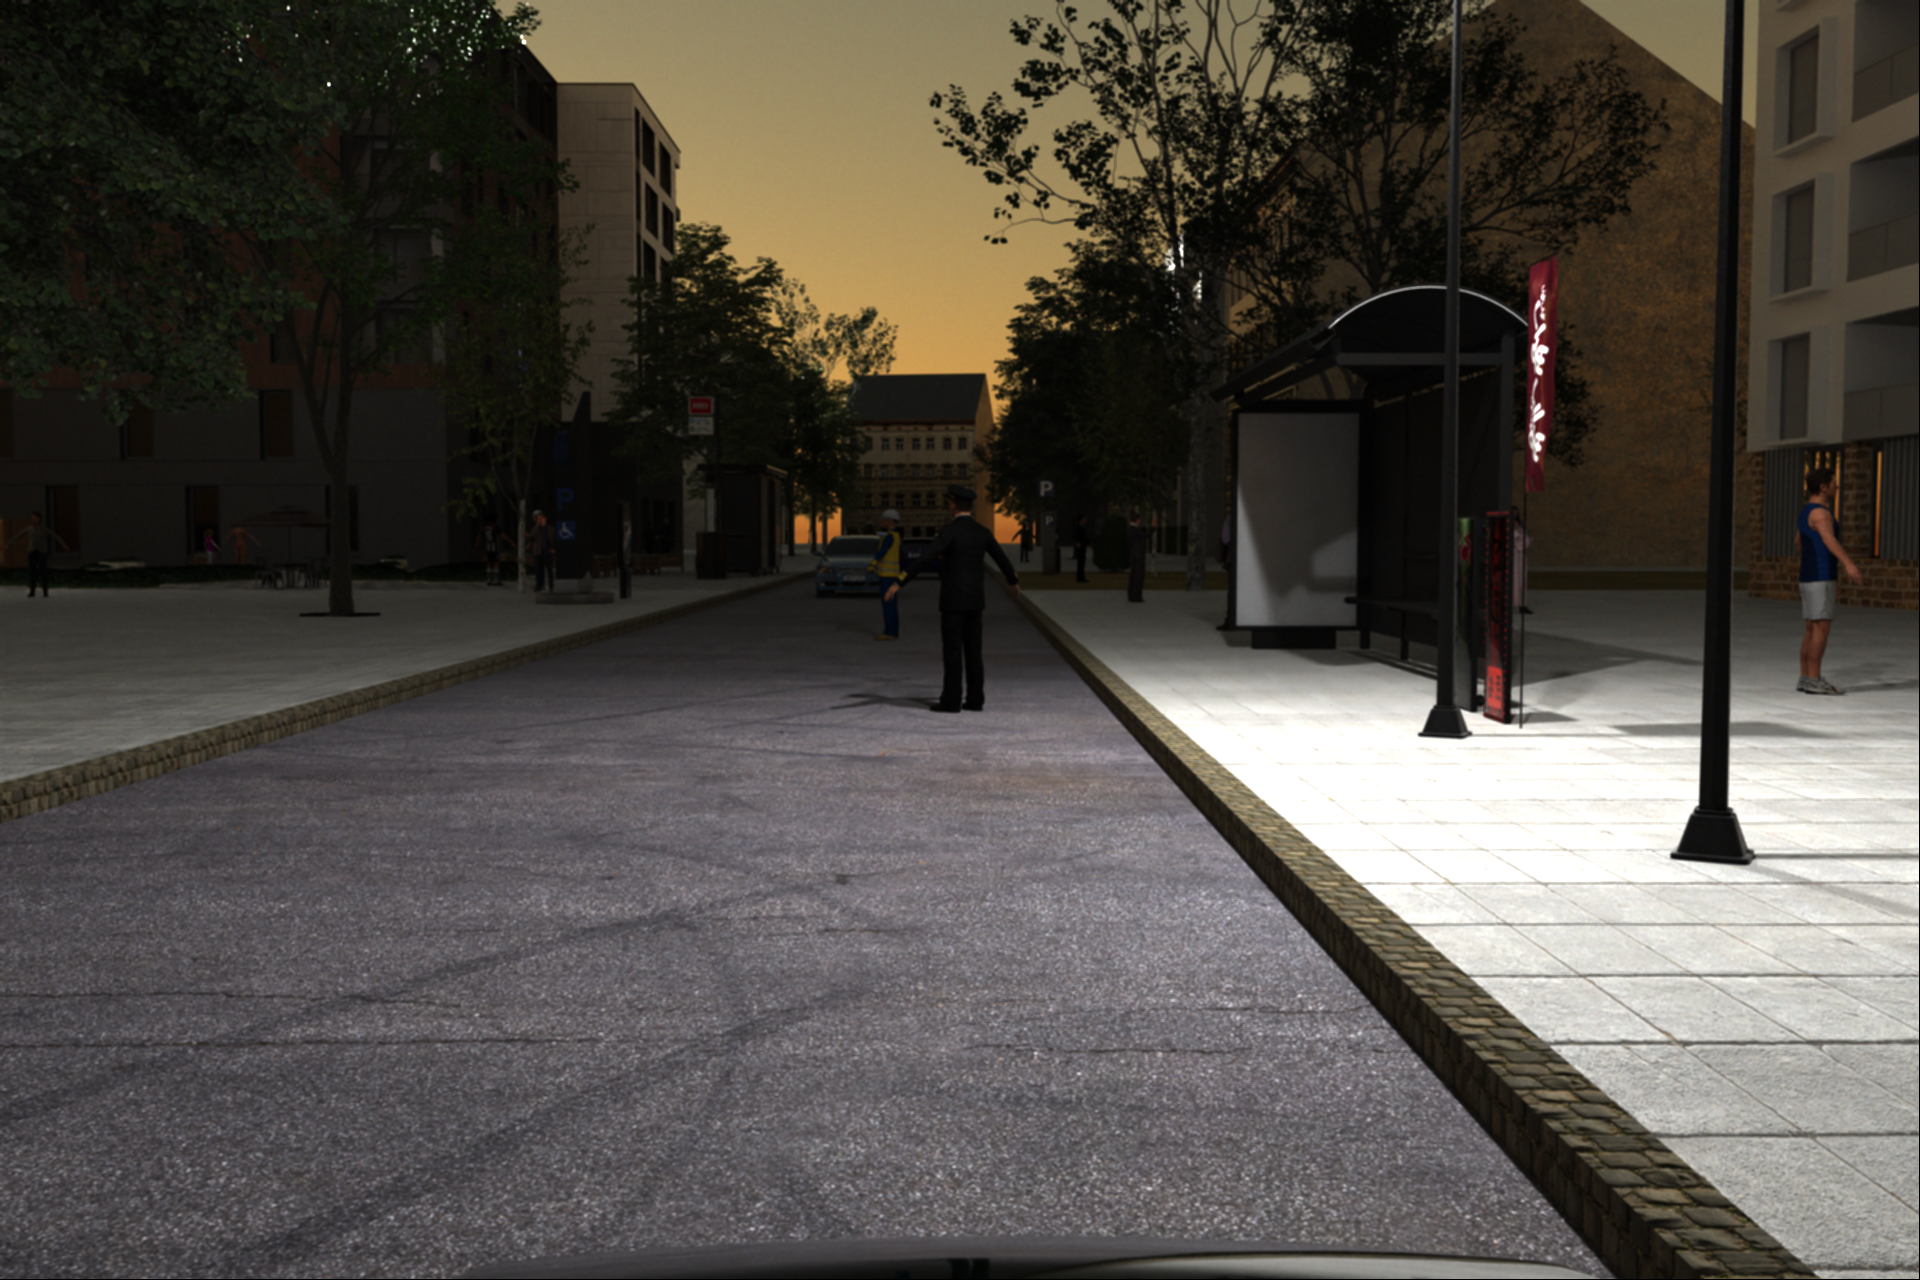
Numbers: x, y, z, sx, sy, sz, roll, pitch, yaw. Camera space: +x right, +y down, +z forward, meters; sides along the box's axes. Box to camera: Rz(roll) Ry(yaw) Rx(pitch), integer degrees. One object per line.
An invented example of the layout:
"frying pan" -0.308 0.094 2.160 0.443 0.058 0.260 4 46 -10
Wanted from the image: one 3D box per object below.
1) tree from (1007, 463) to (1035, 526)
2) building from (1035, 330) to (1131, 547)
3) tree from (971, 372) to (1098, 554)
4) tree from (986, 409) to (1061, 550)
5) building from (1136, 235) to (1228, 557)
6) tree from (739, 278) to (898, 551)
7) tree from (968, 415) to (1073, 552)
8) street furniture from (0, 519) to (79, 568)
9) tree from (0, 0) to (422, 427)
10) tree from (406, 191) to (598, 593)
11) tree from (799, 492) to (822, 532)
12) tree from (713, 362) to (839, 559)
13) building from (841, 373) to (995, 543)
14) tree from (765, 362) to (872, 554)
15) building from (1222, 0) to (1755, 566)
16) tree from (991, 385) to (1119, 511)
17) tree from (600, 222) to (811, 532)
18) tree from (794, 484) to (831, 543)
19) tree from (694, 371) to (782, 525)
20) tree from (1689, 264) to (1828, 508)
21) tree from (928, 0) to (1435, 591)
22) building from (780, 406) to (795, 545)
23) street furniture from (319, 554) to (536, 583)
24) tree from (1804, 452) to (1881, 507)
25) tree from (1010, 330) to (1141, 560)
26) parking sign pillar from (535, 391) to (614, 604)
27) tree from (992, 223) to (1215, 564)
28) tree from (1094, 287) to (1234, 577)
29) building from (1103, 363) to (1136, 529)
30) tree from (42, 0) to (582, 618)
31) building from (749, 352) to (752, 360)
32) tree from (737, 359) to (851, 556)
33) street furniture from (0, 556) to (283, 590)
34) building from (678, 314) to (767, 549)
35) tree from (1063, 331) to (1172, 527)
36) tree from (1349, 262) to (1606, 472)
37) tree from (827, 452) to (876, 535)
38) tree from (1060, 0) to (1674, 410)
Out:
"tree" 11.045 -20.048 234.438 9.857 13.997 8.962 0 3 0
"building" 22.098 -21.169 190.085 27.936 21.610 32.646 0 4 0
"tree" 5.956 -12.429 113.592 12.009 13.543 11.850 0 3 0
"tree" 5.365 -13.402 137.251 7.486 12.596 7.792 0 3 0
"building" 21.334 -14.916 110.334 16.747 18.905 31.486 0 4 -1
"tree" -11.708 -16.785 130.322 12.611 20.169 13.585 0 3 0
"tree" 4.832 -11.708 125.841 7.601 10.594 8.767 2 4 32
"street furniture" -31.503 -2.689 50.814 9.812 1.723 11.010 0 4 -3
"tree" -9.455 -6.588 14.371 9.857 13.997 8.962 0 3 0
"tree" -9.626 -5.327 37.464 4.737 8.622 4.395 0 3 0
"tree" -19.597 -17.122 230.301 4.737 8.622 4.395 0 3 0
"tree" -9.716 -9.501 89.750 7.601 10.594 8.767 0 4 1
"building" -5.457 -24.659 236.564 18.063 23.208 19.493 1 4 9
"tree" -9.672 -12.014 114.557 7.486 12.596 7.792 0 3 0
"building" 22.510 -15.065 77.249 19.493 23.208 18.063 0 4 0
"tree" 5.538 -10.098 99.515 8.767 10.594 7.601 2 4 29
"tree" -9.357 -8.925 64.059 7.486 12.596 7.792 0 3 0
"tree" -20.328 -18.512 237.085 7.601 10.594 8.767 0 4 -7
"tree" -9.165 -7.566 74.066 4.360 8.622 3.978 0 3 0
"tree" 22.441 -5.896 46.758 4.360 8.622 3.978 0 3 0
"tree" 5.625 -11.270 40.148 12.611 20.169 13.585 0 3 0
"building" -29.979 -21.078 211.089 16.747 18.905 31.486 0 4 0
"street furniture" -14.983 -2.094 49.862 5.734 0.657 10.072 0 4 -6
"tree" 26.738 -6.408 55.131 4.360 8.622 3.978 0 3 0
"tree" 6.043 -9.873 87.180 9.928 11.665 9.643 0 3 0
"parking sign pillar" -7.176 -2.671 32.145 1.447 3.967 1.447 0 4 0
"tree" 6.008 -10.172 72.971 9.857 13.997 8.962 0 3 0
"tree" 5.643 -6.224 52.126 4.360 8.622 3.978 0 3 0
"building" 23.244 -20.400 164.475 19.493 23.208 18.063 0 4 -1
"tree" -9.784 -6.169 26.611 9.928 11.665 9.643 0 3 0
"building" -25.694 -19.425 174.024 16.016 20.090 11.380 0 4 0
"tree" -9.932 -10.689 100.515 9.928 11.665 9.643 0 3 0
"street furniture" -21.443 -1.773 44.615 5.734 0.657 10.072 0 4 3
"building" -28.096 -20.242 161.885 19.493 23.208 18.063 0 4 -1
"tree" 5.843 -6.846 62.299 4.737 8.622 4.395 0 3 0
"tree" 17.271 -7.489 56.860 8.767 10.594 7.601 -1 4 -19
"tree" -9.386 -11.917 145.204 4.737 8.622 4.395 0 3 0
"tree" 5.658 -5.581 25.664 8.767 10.594 7.601 -1 4 -14
